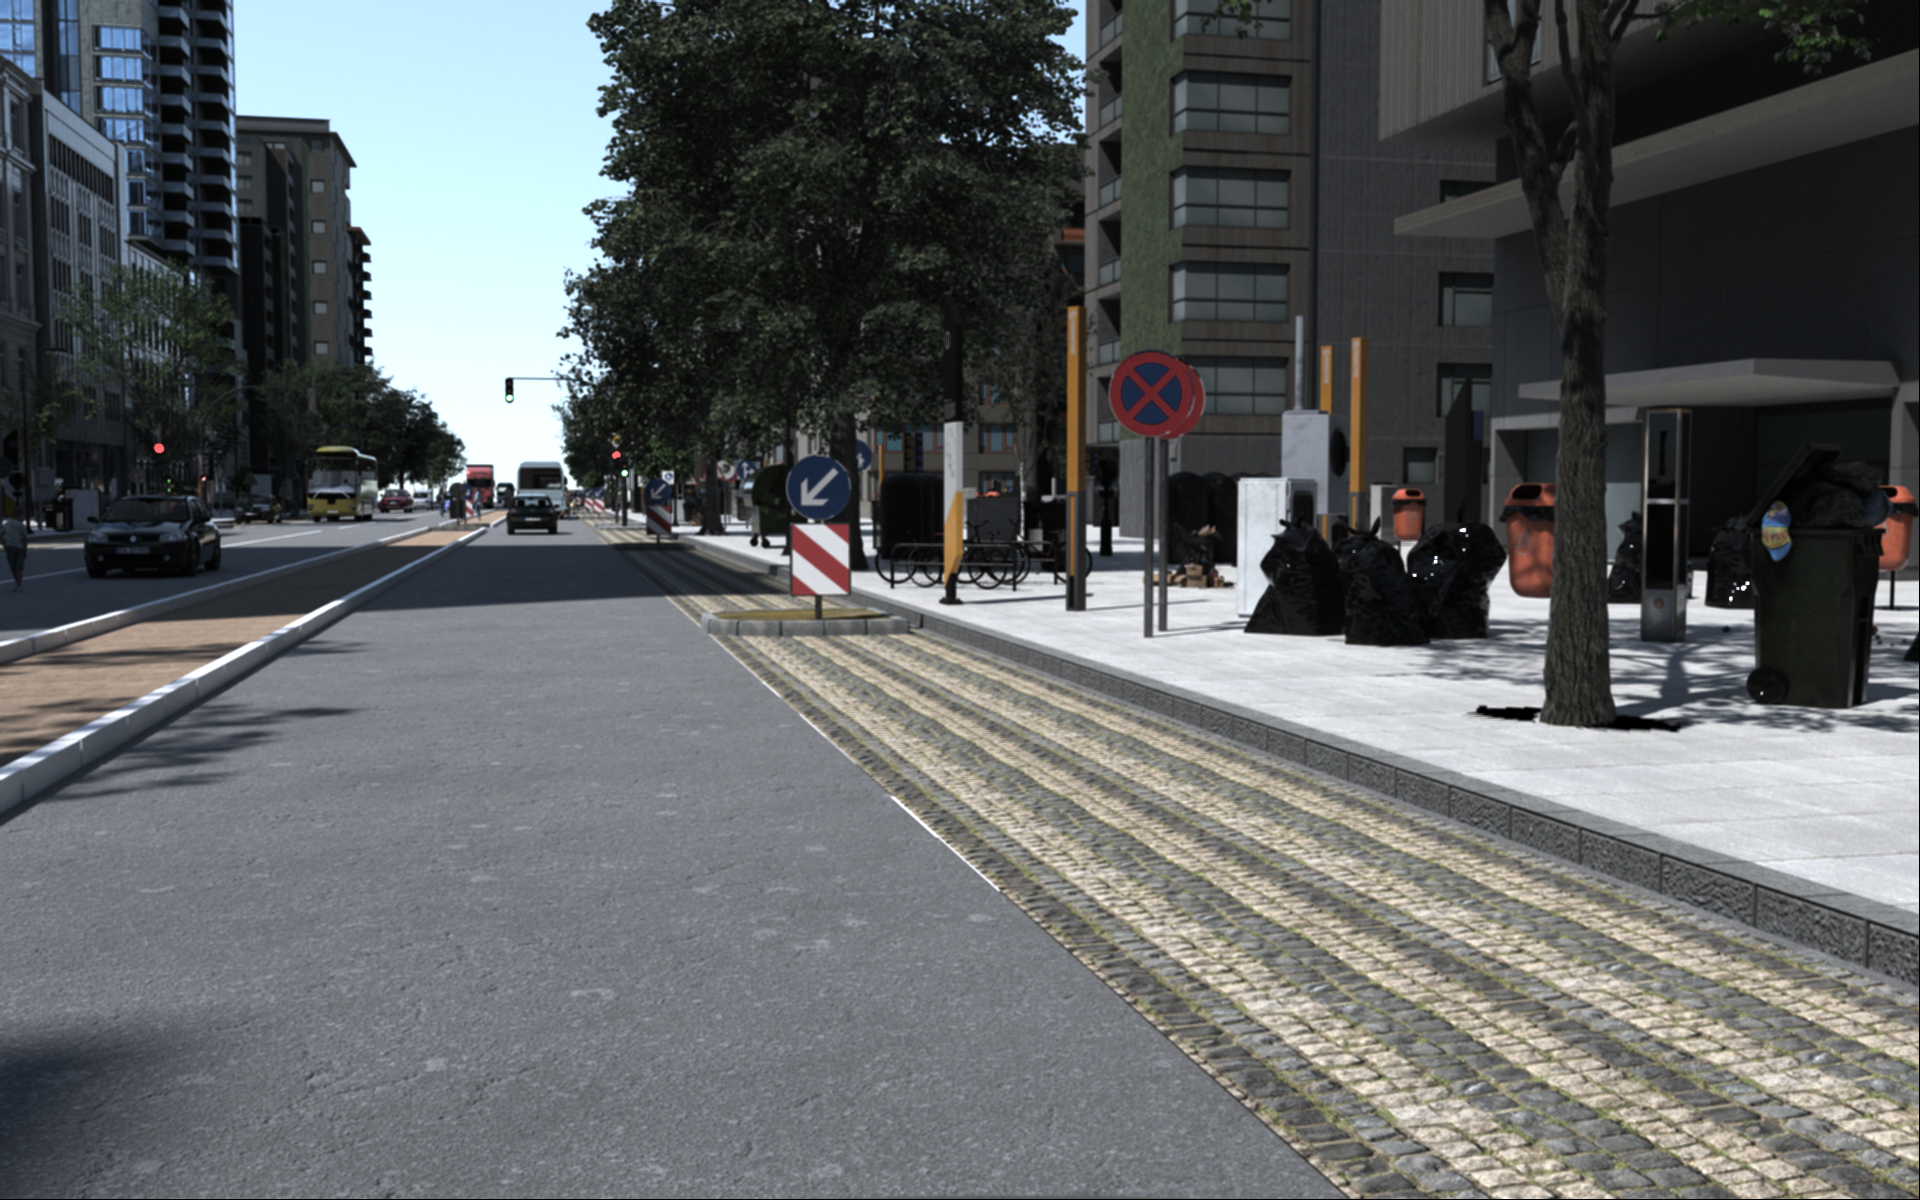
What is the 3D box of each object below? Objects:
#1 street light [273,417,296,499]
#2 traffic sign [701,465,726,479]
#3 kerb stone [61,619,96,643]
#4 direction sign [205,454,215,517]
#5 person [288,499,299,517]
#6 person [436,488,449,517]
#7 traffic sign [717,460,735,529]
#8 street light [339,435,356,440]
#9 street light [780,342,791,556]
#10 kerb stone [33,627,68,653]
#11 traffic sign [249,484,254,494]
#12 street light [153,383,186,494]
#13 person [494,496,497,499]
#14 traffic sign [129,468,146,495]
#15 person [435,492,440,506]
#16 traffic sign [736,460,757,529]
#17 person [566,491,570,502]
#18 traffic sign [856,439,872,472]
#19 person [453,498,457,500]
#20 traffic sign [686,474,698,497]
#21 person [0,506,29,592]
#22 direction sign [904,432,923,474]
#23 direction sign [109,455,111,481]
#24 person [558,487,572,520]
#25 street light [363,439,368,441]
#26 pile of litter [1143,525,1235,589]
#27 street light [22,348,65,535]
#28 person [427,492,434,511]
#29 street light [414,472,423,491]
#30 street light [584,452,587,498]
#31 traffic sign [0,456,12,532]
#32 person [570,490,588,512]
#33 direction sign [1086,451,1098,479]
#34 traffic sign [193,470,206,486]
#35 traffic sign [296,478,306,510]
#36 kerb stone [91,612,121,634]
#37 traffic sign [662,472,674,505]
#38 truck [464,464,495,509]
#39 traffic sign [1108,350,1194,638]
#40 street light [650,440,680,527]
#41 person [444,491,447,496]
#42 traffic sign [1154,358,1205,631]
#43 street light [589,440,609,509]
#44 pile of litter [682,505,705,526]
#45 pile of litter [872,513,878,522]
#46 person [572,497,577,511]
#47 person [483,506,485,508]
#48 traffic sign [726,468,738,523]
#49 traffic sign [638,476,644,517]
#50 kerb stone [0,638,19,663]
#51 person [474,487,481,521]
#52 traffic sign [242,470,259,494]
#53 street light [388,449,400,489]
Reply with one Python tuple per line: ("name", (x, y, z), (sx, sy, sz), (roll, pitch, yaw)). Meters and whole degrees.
("street light", (-40.610, -8.048, 104.119), (1.470, 5.913, 1.316), (-1, 4, -13))
("traffic sign", (-8.814, -3.785, 61.881), (0.884, 2.594, 0.081), (0, 4, -6))
("kerb stone", (-8.695, 0.318, 16.990), (0.120, 0.150, 1.000), (-1, 4, -13))
("direction sign", (-42.412, -6.481, 97.966), (0.876, 3.537, 0.379), (3, 5, 40))
("person", (-38.565, -5.275, 100.240), (1.012, 1.151, 0.738), (3, 5, 43))
("person", (-31.825, -5.962, 106.333), (0.721, 1.781, 0.623), (3, 4, 37))
("traffic sign", (-8.611, -3.877, 63.491), (0.768, 2.556, 0.104), (-1, 4, -9))
("street light", (-48.196, -10.012, 136.233), (1.470, 5.913, 1.316), (-1, 4, -13))
("street light", (-4.105, -3.875, 35.901), (1.470, 5.913, 1.316), (-1, 4, -13))
("kerb stone", (-8.462, 0.384, 15.995), (0.120, 0.150, 1.000), (-1, 4, -13))
("traffic sign", (-46.705, -6.956, 113.837), (0.768, 2.556, 0.104), (0, 4, -6))
("street light", (-33.027, -6.106, 72.377), (1.470, 5.913, 1.316), (-1, 4, -13))
("person", (-47.520, -10.197, 175.160), (1.348, 1.831, 0.705), (-2, 4, -24))
("traffic sign", (-39.552, -5.088, 83.289), (0.768, 2.556, 0.104), (0, 4, -7))
("person", (-62.091, -12.060, 206.475), (0.721, 1.735, 1.217), (3, 4, 37))
("traffic sign", (-7.903, -3.924, 64.257), (0.768, 2.556, 0.104), (0, 4, -6))
("person", (-33.516, -8.473, 147.789), (0.466, 1.731, 0.760), (-1, 4, -22))
("traffic sign", (-2.431, -2.460, 40.332), (0.768, 2.556, 0.104), (-1, 4, -12))
("person", (-29.464, -5.658, 101.356), (0.624, 1.780, 0.694), (0, 4, 0))
("traffic sign", (-15.826, -6.224, 101.773), (0.884, 2.594, 0.081), (0, 4, -5))
("person", (-13.905, -0.752, 25.485), (0.332, 1.250, 0.352), (1, 4, 20))
("direction sign", (-1.720, -4.397, 63.882), (0.876, 3.537, 0.379), (-3, 5, -40))
("direction sign", (-49.191, -6.643, 100.609), (0.379, 3.537, 0.876), (0, 4, -6))
("person", (-21.513, -5.251, 94.444), (0.778, 1.811, 0.616), (-2, 4, -35))
("street light", (-50.832, -10.656, 146.774), (1.470, 5.913, 1.316), (-1, 4, -13))
("pile of litter", (3.196, -0.626, 24.202), (1.176, 0.858, 1.719), (-1, 4, -8))
("street light", (-29.044, -5.038, 54.917), (1.470, 5.913, 1.316), (-1, 4, -13))
("person", (-44.289, -8.234, 144.944), (0.330, 1.601, 0.589), (3, 5, 43))
("street light", (-65.804, -14.556, 210.526), (1.470, 5.913, 1.316), (-1, 4, -13))
("street light", (-40.906, -13.407, 191.746), (1.470, 5.913, 1.316), (-1, 4, -13))
("traffic sign", (-32.272, -3.556, 58.245), (0.768, 2.556, 0.104), (0, 4, -6))
("person", (-30.994, -8.098, 141.121), (1.509, 1.804, 0.699), (-1, 4, -18))
("direction sign", (6.919, -6.076, 91.341), (0.876, 3.537, 0.379), (-2, 4, -32))
("traffic sign", (-41.155, -5.717, 93.479), (0.884, 2.594, 0.081), (0, 4, -8))
("traffic sign", (-53.619, -8.610, 140.881), (0.768, 2.556, 0.104), (0, 4, -4))
("kerb stone", (-8.932, 0.260, 17.985), (0.120, 0.150, 1.000), (-1, 4, -13))
("traffic sign", (-12.904, -4.568, 76.821), (0.606, 2.300, 0.079), (0, 4, -5))
("truck", (-46.111, -10.861, 166.488), (2.839, 4.237, 11.283), (-1, 4, -14))
("traffic sign", (1.688, -0.937, 15.423), (0.768, 2.556, 0.104), (0, 4, -6))
("street light", (-11.771, -5.846, 68.125), (1.470, 5.913, 1.316), (-1, 4, -13))
("person", (-45.403, -8.768, 152.572), (0.721, 1.743, 1.217), (3, 4, 38))
("traffic sign", (1.897, -0.980, 16.125), (0.768, 2.556, 0.104), (-1, 4, -12))
("street light", (-31.053, -10.838, 149.735), (1.470, 5.913, 1.316), (-1, 4, -13))
("pile of litter", (-10.356, -3.396, 69.487), (1.719, 0.858, 1.176), (-1, 4, -19))
("pile of litter", (-3.351, -3.992, 79.233), (1.176, 0.858, 1.719), (3, 5, 44))
("person", (-28.993, -7.161, 130.265), (0.352, 1.250, 0.332), (-1, 4, -11))
("person", (-49.069, -10.431, 178.984), (1.348, 1.831, 0.705), (-2, 4, -24))
("traffic sign", (-10.220, -4.685, 76.699), (0.768, 2.556, 0.104), (-1, 4, -13))
("traffic sign", (-17.947, -5.878, 98.235), (0.606, 2.300, 0.079), (-1, 4, -9))
("kerb stone", (-8.241, 0.440, 14.997), (0.120, 0.150, 1.000), (-1, 4, -13))
("person", (-25.703, -5.115, 92.395), (0.793, 1.790, 0.793), (-2, 4, -28))
("traffic sign", (-38.894, -5.808, 94.966), (0.884, 2.594, 0.081), (-1, 4, -11))
("street light", (-58.283, -12.592, 178.415), (1.470, 5.913, 1.316), (-1, 4, -13))
